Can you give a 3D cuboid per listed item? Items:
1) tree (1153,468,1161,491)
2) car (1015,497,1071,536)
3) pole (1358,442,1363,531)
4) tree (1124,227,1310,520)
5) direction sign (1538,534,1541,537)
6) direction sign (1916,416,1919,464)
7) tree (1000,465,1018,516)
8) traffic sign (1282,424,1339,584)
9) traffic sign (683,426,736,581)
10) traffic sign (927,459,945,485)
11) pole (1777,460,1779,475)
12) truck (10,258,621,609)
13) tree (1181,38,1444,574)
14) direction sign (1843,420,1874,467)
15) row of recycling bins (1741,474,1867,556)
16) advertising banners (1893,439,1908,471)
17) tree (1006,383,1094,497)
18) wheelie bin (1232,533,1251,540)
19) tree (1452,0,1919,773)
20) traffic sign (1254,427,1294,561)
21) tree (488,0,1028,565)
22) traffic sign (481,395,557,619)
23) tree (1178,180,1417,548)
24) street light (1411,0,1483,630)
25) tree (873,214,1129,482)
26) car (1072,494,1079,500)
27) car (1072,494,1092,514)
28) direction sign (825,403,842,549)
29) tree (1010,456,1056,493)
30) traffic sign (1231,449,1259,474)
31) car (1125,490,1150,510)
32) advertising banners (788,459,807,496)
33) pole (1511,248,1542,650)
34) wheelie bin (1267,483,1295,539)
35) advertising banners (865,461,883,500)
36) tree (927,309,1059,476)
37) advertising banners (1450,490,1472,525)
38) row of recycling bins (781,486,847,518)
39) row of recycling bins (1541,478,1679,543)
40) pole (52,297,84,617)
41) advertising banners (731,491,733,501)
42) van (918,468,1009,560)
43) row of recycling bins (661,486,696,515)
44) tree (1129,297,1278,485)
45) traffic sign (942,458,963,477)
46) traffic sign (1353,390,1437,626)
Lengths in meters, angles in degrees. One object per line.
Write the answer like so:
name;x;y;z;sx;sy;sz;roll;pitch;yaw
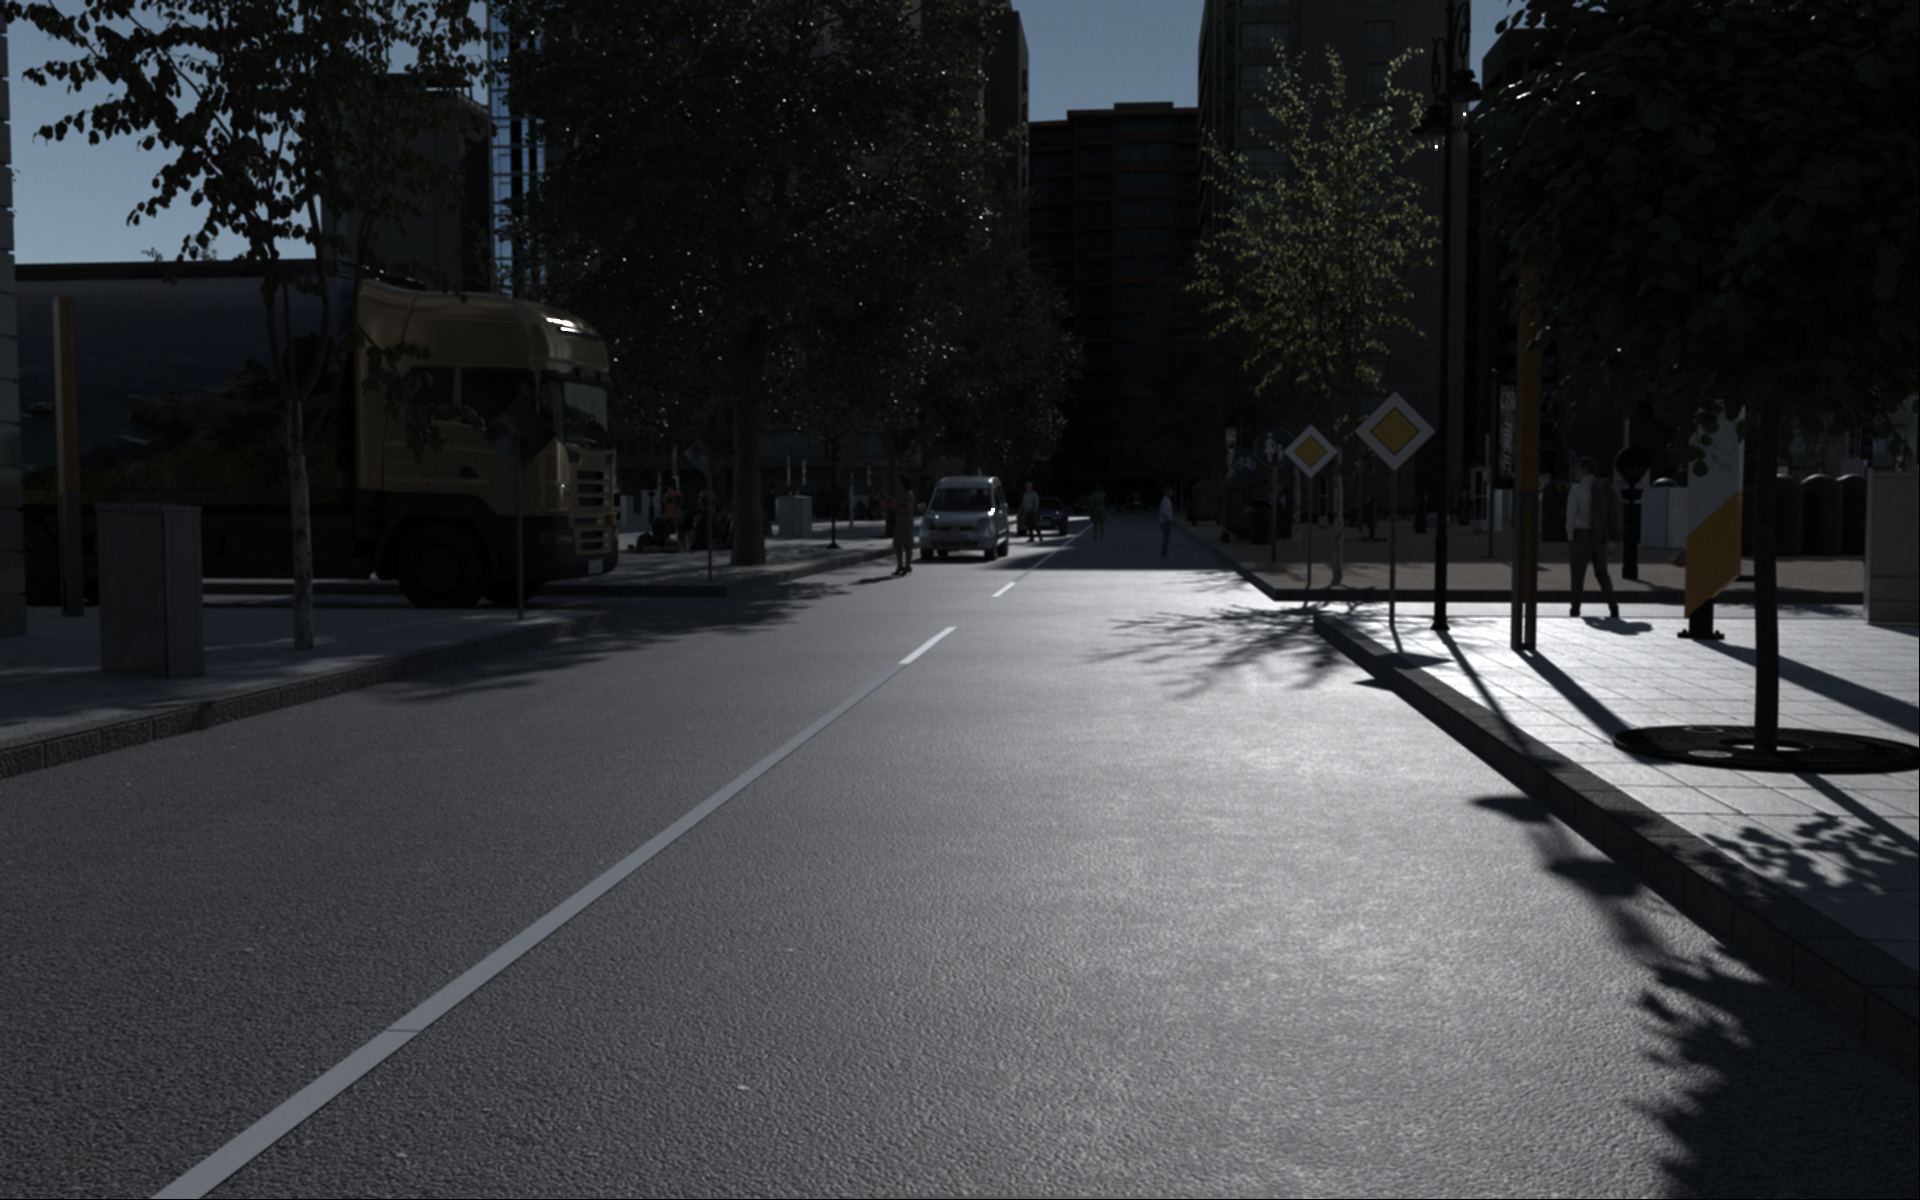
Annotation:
tree;16.801;-9.148;133.281;4.285;4.588;4.351;0;3;0
car;2.903;-2.932;60.512;1.945;1.354;3.894;0;4;4
pole;14.056;-4.093;60.769;0.158;3.312;0.155;0;3;0
tree;12.646;-10.865;84.294;9.857;13.997;8.962;0;3;0
direction sign;17.215;-3.658;51.804;0.379;3.537;0.876;1;4;11
direction sign;25.161;-3.232;44.837;0.379;3.537;0.876;-2;4;-24
tree;2.583;-6.603;102.564;1.663;3.219;1.824;0;3;0
traffic sign;4.997;-1.290;24.737;0.795;2.450;0.064;0;4;6
traffic sign;-3.701;-1.345;25.628;0.795;2.450;0.064;0;4;6
traffic sign;-0.817;-3.853;63.099;0.768;2.556;0.104;1;4;11
pole;23.044;-3.375;49.025;0.158;3.312;0.155;0;3;0
truck;-9.442;-2.029;22.092;11.283;4.237;2.839;0;4;7
tree;5.891;-4.722;27.573;4.360;8.622;3.978;0;3;0
direction sign;26.438;-3.612;51.051;0.379;3.537;0.876;-2;4;-33
row of recycling bins;17.572;-1.781;36.235;3.534;1.692;1.069;-1;4;-14
advertising banners;29.548;-3.638;55.663;0.090;3.025;2.074;-1;4;-18
tree;6.989;-12.238;134.502;7.601;10.594;8.767;1;4;10
wheelie bin;8.317;-2.630;50.912;0.980;1.594;0.693;-1;4;-11
tree;4.094;-1.522;8.602;4.285;4.588;4.351;0;3;0
traffic sign;5.998;-2.015;33.044;0.768;2.556;0.104;1;4;13
tree;-3.782;-7.631;31.427;9.857;13.997;8.962;0;3;0
traffic sign;-4.499;-0.859;17.683;0.795;2.450;0.064;0;4;6
tree;8.246;-5.546;41.035;4.737;8.622;4.395;0;3;0
street light;4.541;-2.656;16.209;0.468;5.910;1.993;0;4;6
tree;0.444;-9.402;70.723;9.611;12.733;9.660;0;3;0
car;10.261;-8.094;142.561;2.015;1.641;3.980;0;4;5
car;9.028;-6.981;123.923;2.009;1.686;4.222;0;4;7
direction sign;-2.984;-2.983;40.769;0.379;3.537;0.876;1;4;18
tree;4.920;-8.122;116.504;4.285;4.588;4.351;0;3;0
traffic sign;8.109;-3.012;49.357;0.768;2.556;0.104;0;4;8
car;16.322;-9.229;159.561;2.281;1.827;5.304;0;4;6
advertising banners;-8.178;-5.571;87.273;0.090;3.025;2.074;-2;4;-32
pole;4.664;-1.248;14.242;0.158;3.312;0.155;0;3;0
wheelie bin;9.187;-2.556;49.698;0.693;1.594;0.980;-1;4;-18
advertising banners;-4.303;-5.896;92.580;2.074;3.025;0.090;-3;5;-44
tree;1.184;-9.701;84.363;9.928;11.665;9.643;0;3;0
advertising banners;20.027;-4.583;71.113;2.074;3.025;0.090;-1;4;-9
row of recycling bins;-7.828;-5.241;92.800;3.534;1.692;1.069;-1;4;-10
row of recycling bins;17.363;-2.395;46.270;3.534;1.692;1.069;2;4;29
pole;-9.314;-1.483;18.085;0.158;3.312;0.155;0;3;0
advertising banners;-9.470;-4.725;73.443;0.090;3.025;2.074;0;4;4
van;0.130;-1.946;38.830;2.013;2.044;4.112;0;4;7
row of recycling bins;-13.846;-4.769;85.082;1.069;1.692;3.534;1;4;13
tree;13.719;-11.092;98.368;9.611;12.733;9.660;0;3;0
traffic sign;-0.268;-3.729;61.069;0.768;2.556;0.104;1;4;12
traffic sign;4.199;-0.804;16.792;0.795;2.450;0.064;0;4;6
